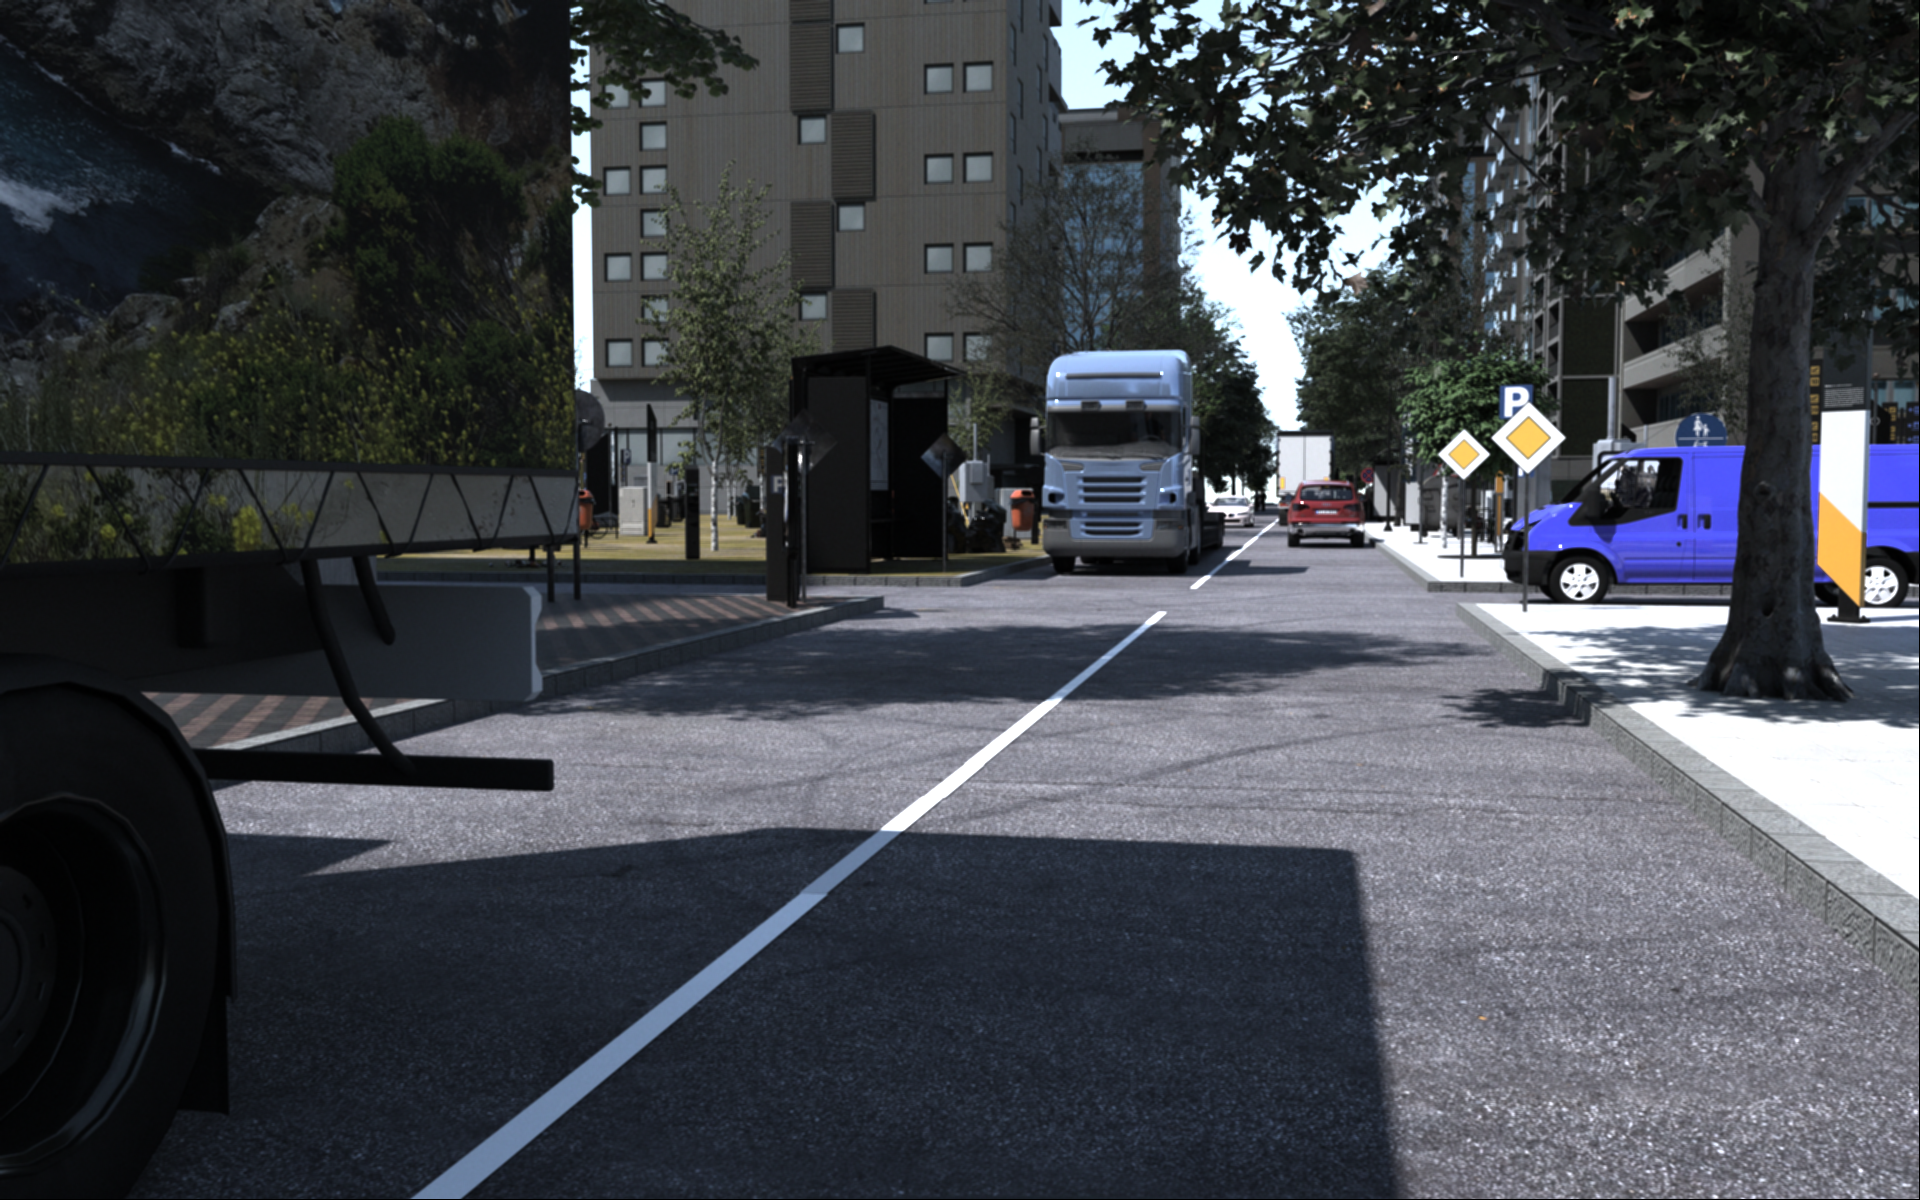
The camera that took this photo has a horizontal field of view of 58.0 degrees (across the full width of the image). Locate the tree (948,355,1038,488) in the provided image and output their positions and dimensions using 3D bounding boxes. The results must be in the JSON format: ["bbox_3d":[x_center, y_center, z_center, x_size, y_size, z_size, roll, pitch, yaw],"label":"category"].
[{"bbox_3d":[0.762,-8.578,90.617,4.737,8.622,4.395,0,3,0],"label":"tree"}]

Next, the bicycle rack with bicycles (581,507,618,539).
[{"bbox_3d":[-11.308,-2.232,49.878,2.925,0.926,2.852,-3,4,-38],"label":"bicycle rack with bicycles"}]

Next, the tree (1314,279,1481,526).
[{"bbox_3d":[17.706,-8.197,68.433,7.601,10.594,8.767,0,4,1],"label":"tree"}]

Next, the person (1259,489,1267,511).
[{"bbox_3d":[25.127,-8.290,143.674,0.705,1.869,1.348,3,5,43],"label":"person"}]

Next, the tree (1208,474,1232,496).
[{"bbox_3d":[19.092,-8.117,127.315,1.663,3.219,1.824,0,3,0],"label":"tree"}]

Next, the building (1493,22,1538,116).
[{"bbox_3d":[55.777,-32.065,143.873,23.786,49.044,30.456,1,4,11],"label":"building"}]

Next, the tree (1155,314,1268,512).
[{"bbox_3d":[16.730,-13.002,119.241,9.857,13.997,8.962,0,3,0],"label":"tree"}]

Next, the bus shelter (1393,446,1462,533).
[{"bbox_3d":[15.513,-3.851,56.880,2.014,3.302,5.546,1,4,11],"label":"bus shelter"}]

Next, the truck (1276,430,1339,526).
[{"bbox_3d":[16.368,-5.668,81.584,2.839,4.237,11.283,1,4,13],"label":"truck"}]

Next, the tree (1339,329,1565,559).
[{"bbox_3d":[10.427,-3.122,34.763,4.285,4.588,4.351,0,3,0],"label":"tree"}]

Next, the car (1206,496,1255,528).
[{"bbox_3d":[11.794,-3.854,75.371,2.083,1.381,4.827,1,4,12],"label":"car"}]

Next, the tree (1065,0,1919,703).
[{"bbox_3d":[5.254,-5.733,10.741,9.611,12.733,9.660,0,3,0],"label":"tree"}]

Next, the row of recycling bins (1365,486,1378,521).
[{"bbox_3d":[20.381,-4.762,84.966,1.069,1.692,3.534,1,4,16],"label":"row of recycling bins"}]

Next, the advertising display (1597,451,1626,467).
[{"bbox_3d":[10.037,-1.266,25.907,0.974,1.923,0.123,1,4,16],"label":"advertising display"}]

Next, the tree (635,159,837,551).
[{"bbox_3d":[-5.460,-5.431,39.156,4.737,8.622,4.395,0,3,0],"label":"tree"}]

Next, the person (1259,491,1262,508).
[{"bbox_3d":[30.728,-10.220,176.125,0.750,1.759,0.617,1,4,11],"label":"person"}]

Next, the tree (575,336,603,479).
[{"bbox_3d":[-17.388,-7.660,75.605,4.360,8.622,3.978,0,3,0],"label":"tree"}]

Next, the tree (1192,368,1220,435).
[{"bbox_3d":[11.851,-8.781,93.925,4.737,8.622,4.395,0,3,0],"label":"tree"}]

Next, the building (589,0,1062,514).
[{"bbox_3d":[-7.775,-32.436,119.575,28.713,52.752,27.495,1,4,11],"label":"building"}]

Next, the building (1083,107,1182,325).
[{"bbox_3d":[16.485,-39.865,241.035,28.713,52.752,27.495,1,4,11],"label":"building"}]

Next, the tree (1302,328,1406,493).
[{"bbox_3d":[26.908,-12.198,117.563,7.486,12.596,7.792,0,3,0],"label":"tree"}]

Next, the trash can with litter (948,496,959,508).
[{"bbox_3d":[-0.343,-4.327,82.138,0.624,1.170,1.055,0,4,6],"label":"trash can with litter"}]

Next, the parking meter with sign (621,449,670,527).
[{"bbox_3d":[-12.298,-4.350,67.384,1.738,3.016,0.543,2,4,24],"label":"parking meter with sign"}]

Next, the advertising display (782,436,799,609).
[{"bbox_3d":[-1.938,-0.891,19.781,0.123,1.923,0.974,-1,4,-9],"label":"advertising display"}]

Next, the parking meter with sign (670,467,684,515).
[{"bbox_3d":[-17.382,-6.772,106.977,0.543,3.016,1.738,-2,4,-29],"label":"parking meter with sign"}]

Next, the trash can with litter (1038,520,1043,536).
[{"bbox_3d":[1.637,-2.594,53.477,2.233,1.210,1.678,2,4,25],"label":"trash can with litter"}]

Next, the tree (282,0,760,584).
[{"bbox_3d":[-4.985,-5.739,11.958,7.486,12.596,7.792,0,3,0],"label":"tree"}]

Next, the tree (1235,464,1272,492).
[{"bbox_3d":[41.676,-17.853,242.264,4.737,8.622,4.395,0,3,0],"label":"tree"}]

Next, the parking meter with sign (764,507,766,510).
[{"bbox_3d":[-5.777,-3.829,58.863,1.738,3.016,0.543,1,4,14],"label":"parking meter with sign"}]

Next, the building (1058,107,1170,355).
[{"bbox_3d":[17.275,-33.931,204.874,14.600,45.320,14.200,1,4,11],"label":"building"}]

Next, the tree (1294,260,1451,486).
[{"bbox_3d":[22.140,-11.341,92.082,9.857,13.997,8.962,0,3,0],"label":"tree"}]

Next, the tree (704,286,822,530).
[{"bbox_3d":[-6.859,-6.822,61.910,4.360,8.622,3.978,0,3,0],"label":"tree"}]

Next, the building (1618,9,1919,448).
[{"bbox_3d":[38.312,-27.007,65.264,21.300,48.544,21.600,1,4,11],"label":"building"}]

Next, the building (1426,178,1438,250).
[{"bbox_3d":[74.278,-37.735,236.575,23.786,49.044,30.456,1,4,11],"label":"building"}]

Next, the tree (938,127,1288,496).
[{"bbox_3d":[4.460,-9.094,59.063,12.009,13.543,11.850,0,3,0],"label":"tree"}]

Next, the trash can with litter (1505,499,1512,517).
[{"bbox_3d":[30.402,-5.232,96.937,0.624,1.170,1.055,-1,4,-14],"label":"trash can with litter"}]

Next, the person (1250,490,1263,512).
[{"bbox_3d":[23.830,-7.953,139.258,1.217,1.736,0.721,3,5,41],"label":"person"}]

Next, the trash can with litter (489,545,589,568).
[{"bbox_3d":[-7.556,-1.216,30.933,1.678,1.210,2.233,-1,4,-17],"label":"trash can with litter"}]

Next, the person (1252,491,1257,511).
[{"bbox_3d":[25.291,-8.508,148.390,0.721,1.735,1.217,-1,4,-13],"label":"person"}]

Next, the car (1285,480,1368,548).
[{"bbox_3d":[10.145,-2.407,48.033,2.281,1.827,5.304,1,4,12],"label":"car"}]

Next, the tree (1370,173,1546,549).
[{"bbox_3d":[11.537,-5.532,40.807,4.360,8.622,3.978,0,3,0],"label":"tree"}]

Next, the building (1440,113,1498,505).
[{"bbox_3d":[63.187,-33.712,201.297,14.600,45.320,14.200,1,4,11],"label":"building"}]

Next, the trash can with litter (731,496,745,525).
[{"bbox_3d":[-8.838,-3.701,71.895,1.055,1.170,0.624,3,5,43],"label":"trash can with litter"}]

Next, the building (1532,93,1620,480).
[{"bbox_3d":[49.121,-41.575,118.007,20.563,71.187,20.611,1,4,11],"label":"building"}]

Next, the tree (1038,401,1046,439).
[{"bbox_3d":[6.495,-8.964,96.921,4.737,8.622,4.395,0,3,0],"label":"tree"}]

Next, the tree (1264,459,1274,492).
[{"bbox_3d":[44.897,-18.764,257.146,4.360,8.622,3.978,0,3,0],"label":"tree"}]

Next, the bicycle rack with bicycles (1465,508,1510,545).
[{"bbox_3d":[14.254,-1.919,44.755,2.852,0.926,2.925,2,4,31],"label":"bicycle rack with bicycles"}]

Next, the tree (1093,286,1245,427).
[{"bbox_3d":[9.773,-9.682,84.056,9.928,11.665,9.643,0,3,0],"label":"tree"}]

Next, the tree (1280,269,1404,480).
[{"bbox_3d":[33.420,-17.622,144.010,12.611,20.169,13.585,0,3,0],"label":"tree"}]

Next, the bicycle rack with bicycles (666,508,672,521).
[{"bbox_3d":[-14.751,-4.259,83.010,2.852,0.926,2.925,0,4,-1],"label":"bicycle rack with bicycles"}]

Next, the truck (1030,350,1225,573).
[{"bbox_3d":[4.267,-2.971,38.333,2.967,4.110,18.799,1,4,11],"label":"truck"}]

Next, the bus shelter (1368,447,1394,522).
[{"bbox_3d":[19.409,-5.123,77.690,2.014,3.302,5.546,1,4,11],"label":"bus shelter"}]

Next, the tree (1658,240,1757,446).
[{"bbox_3d":[20.984,-5.869,46.317,4.360,8.622,3.978,0,3,0],"label":"tree"}]

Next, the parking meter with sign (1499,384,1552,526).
[{"bbox_3d":[9.390,-1.963,28.351,0.543,3.016,1.738,3,4,38],"label":"parking meter with sign"}]

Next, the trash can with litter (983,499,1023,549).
[{"bbox_3d":[1.015,-1.792,40.685,1.055,1.170,0.624,3,4,37],"label":"trash can with litter"}]

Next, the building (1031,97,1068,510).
[{"bbox_3d":[-4.783,-27.750,145.600,32.217,40.220,23.993,1,4,11],"label":"building"}]

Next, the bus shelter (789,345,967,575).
[{"bbox_3d":[-1.324,-2.404,30.587,1.731,3.624,6.357,1,4,11],"label":"bus shelter"}]

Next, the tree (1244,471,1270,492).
[{"bbox_3d":[37.395,-14.332,218.034,4.285,4.588,4.351,0,3,0],"label":"tree"}]
